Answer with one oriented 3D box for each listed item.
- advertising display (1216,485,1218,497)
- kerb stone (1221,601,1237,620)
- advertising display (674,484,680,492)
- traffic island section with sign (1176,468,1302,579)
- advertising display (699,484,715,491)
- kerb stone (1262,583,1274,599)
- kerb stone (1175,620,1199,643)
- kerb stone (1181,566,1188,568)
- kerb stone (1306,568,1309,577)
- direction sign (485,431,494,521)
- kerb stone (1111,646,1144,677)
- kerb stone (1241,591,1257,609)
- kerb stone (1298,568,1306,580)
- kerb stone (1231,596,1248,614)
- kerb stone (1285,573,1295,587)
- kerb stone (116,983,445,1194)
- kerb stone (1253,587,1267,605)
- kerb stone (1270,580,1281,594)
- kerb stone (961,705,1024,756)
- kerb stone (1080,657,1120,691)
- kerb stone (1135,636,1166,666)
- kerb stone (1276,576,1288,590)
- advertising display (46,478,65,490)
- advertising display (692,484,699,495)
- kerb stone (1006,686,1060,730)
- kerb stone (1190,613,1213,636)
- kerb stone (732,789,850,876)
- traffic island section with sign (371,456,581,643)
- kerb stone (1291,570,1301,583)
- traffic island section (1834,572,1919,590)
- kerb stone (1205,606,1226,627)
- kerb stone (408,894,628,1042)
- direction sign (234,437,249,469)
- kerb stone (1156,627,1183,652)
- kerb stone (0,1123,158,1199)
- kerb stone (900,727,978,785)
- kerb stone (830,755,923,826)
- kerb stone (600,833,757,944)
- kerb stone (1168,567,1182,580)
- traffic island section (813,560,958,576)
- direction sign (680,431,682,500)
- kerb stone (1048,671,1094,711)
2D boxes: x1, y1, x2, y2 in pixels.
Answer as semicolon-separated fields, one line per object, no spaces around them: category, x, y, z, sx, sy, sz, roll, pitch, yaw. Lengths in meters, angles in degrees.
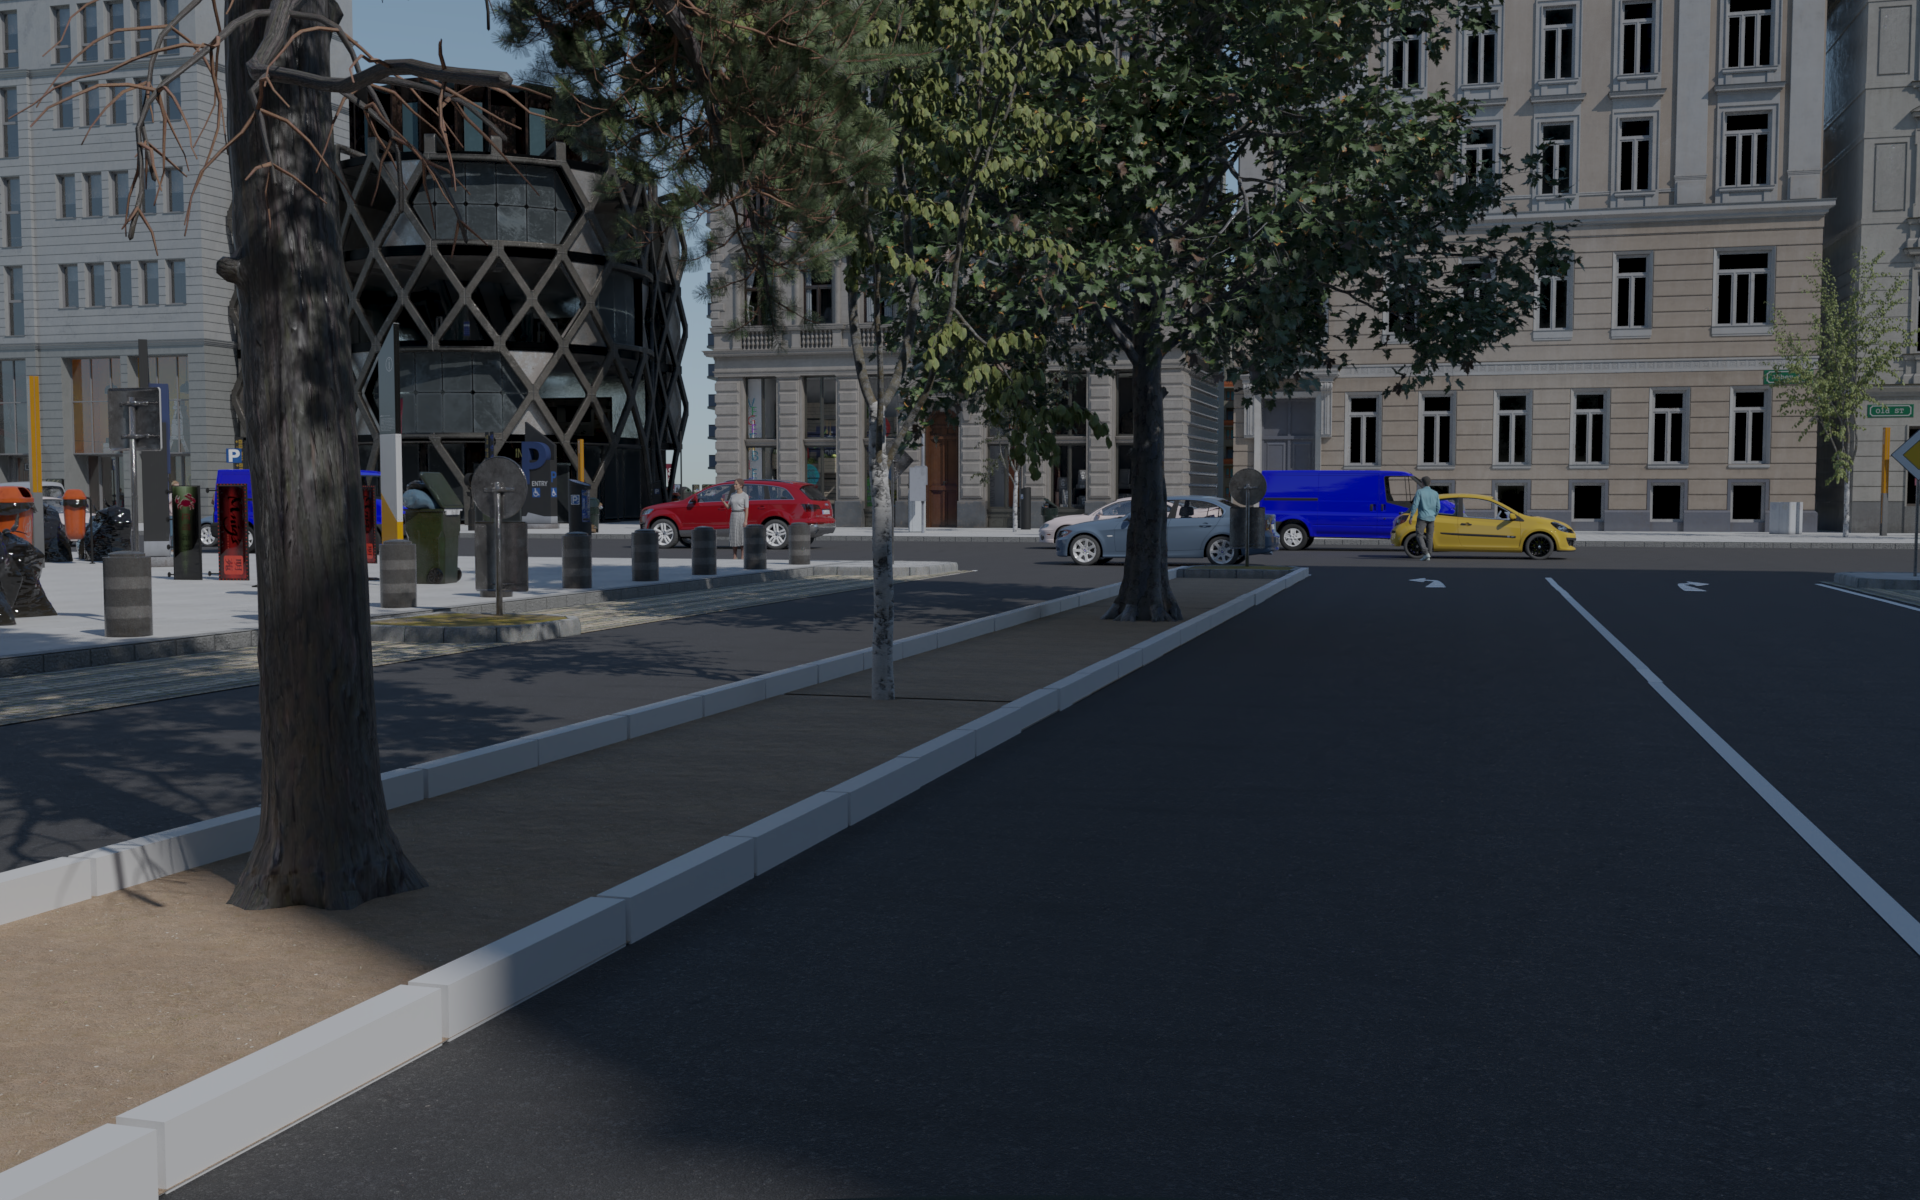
advertising display;16.719;-6.744;115.478;0.974;1.923;0.123;2;4;25
kerb stone;3.023;0.149;19.822;0.120;0.150;1.000;1;4;16
advertising display;-18.086;-6.472;111.027;0.123;1.923;0.974;-2;4;-33
traffic island section with sign;4.915;-1.342;30.078;2.006;1.907;1.989;1;4;16
advertising display;-16.167;-6.511;111.674;0.974;1.923;0.123;1;4;14
kerb stone;4.163;-0.091;23.758;0.120;0.150;1.000;1;4;16
kerb stone;2.170;0.326;16.867;0.120;0.150;1.000;1;4;16
kerb stone;3.873;-0.496;30.304;0.120;0.150;1.000;1;4;16
kerb stone;5.874;-0.459;29.693;0.120;0.150;1.000;1;4;16
direction sign;-17.073;-4.339;62.936;0.379;3.537;0.876;-2;4;-34
kerb stone;1.313;0.511;13.903;0.120;0.150;1.000;1;4;16
kerb stone;3.585;0.025;21.792;0.120;0.150;1.000;1;4;16
kerb stone;5.587;-0.398;28.706;0.120;0.150;1.000;1;4;16
kerb stone;3.309;0.088;20.805;0.120;0.150;1.000;1;4;16
kerb stone;5.020;-0.273;26.727;0.120;0.150;1.000;1;4;16
kerb stone;-1.543;1.111;4.036;0.120;0.150;1.000;1;4;16
kerb stone;3.886;-0.035;22.771;0.120;0.150;1.000;1;4;16
kerb stone;4.446;-0.153;24.753;0.120;0.150;1.000;1;4;16
kerb stone;0.171;0.752;9.942;0.120;0.150;1.000;1;4;16
kerb stone;1.023;0.568;12.907;0.120;0.150;1.000;1;4;16
kerb stone;1.603;0.447;14.887;0.120;0.150;1.000;1;4;16
kerb stone;4.728;-0.217;25.745;0.120;0.150;1.000;1;4;16
advertising display;-37.564;-4.081;71.938;0.974;1.923;0.123;2;4;25
advertising display;-17.403;-6.663;114.148;0.123;1.923;0.974;1;4;15
kerb stone;0.445;0.692;10.930;0.120;0.150;1.000;1;4;16
kerb stone;2.454;0.266;17.852;0.120;0.150;1.000;1;4;16
kerb stone;-0.679;0.932;6.989;0.120;0.150;1.000;1;4;16
traffic island section with sign;-4.963;-0.545;17.531;1.989;1.847;2.006;1;4;16
kerb stone;5.305;-0.338;27.719;0.120;0.150;1.000;1;4;16
traffic island section;14.884;-0.286;26.959;2.009;0.180;2.903;1;4;16
kerb stone;2.740;0.205;18.837;0.120;0.150;1.000;1;4;16
kerb stone;-1.255;1.050;5.022;0.120;0.150;1.000;1;4;16
direction sign;-28.333;-4.693;68.734;0.379;3.537;0.876;3;4;38
kerb stone;1.881;0.388;15.875;0.120;0.150;1.000;1;4;16
kerb stone;-1.820;1.173;3.041;0.120;0.150;1.000;1;4;16
kerb stone;-0.114;0.813;8.958;0.120;0.150;1.000;1;4;16
kerb stone;-0.391;0.874;7.972;0.120;0.150;1.000;1;4;16
kerb stone;-0.966;0.990;6.005;0.120;0.150;1.000;1;4;16
kerb stone;3.578;-0.434;29.315;0.120;0.150;1.000;1;4;16
traffic island section;-1.249;-0.570;31.607;2.009;0.180;2.903;1;4;16
direction sign;-10.121;-4.336;62.895;0.379;3.537;0.876;-1;4;-9
kerb stone;0.744;0.629;11.922;0.120;0.150;1.000;1;4;16
